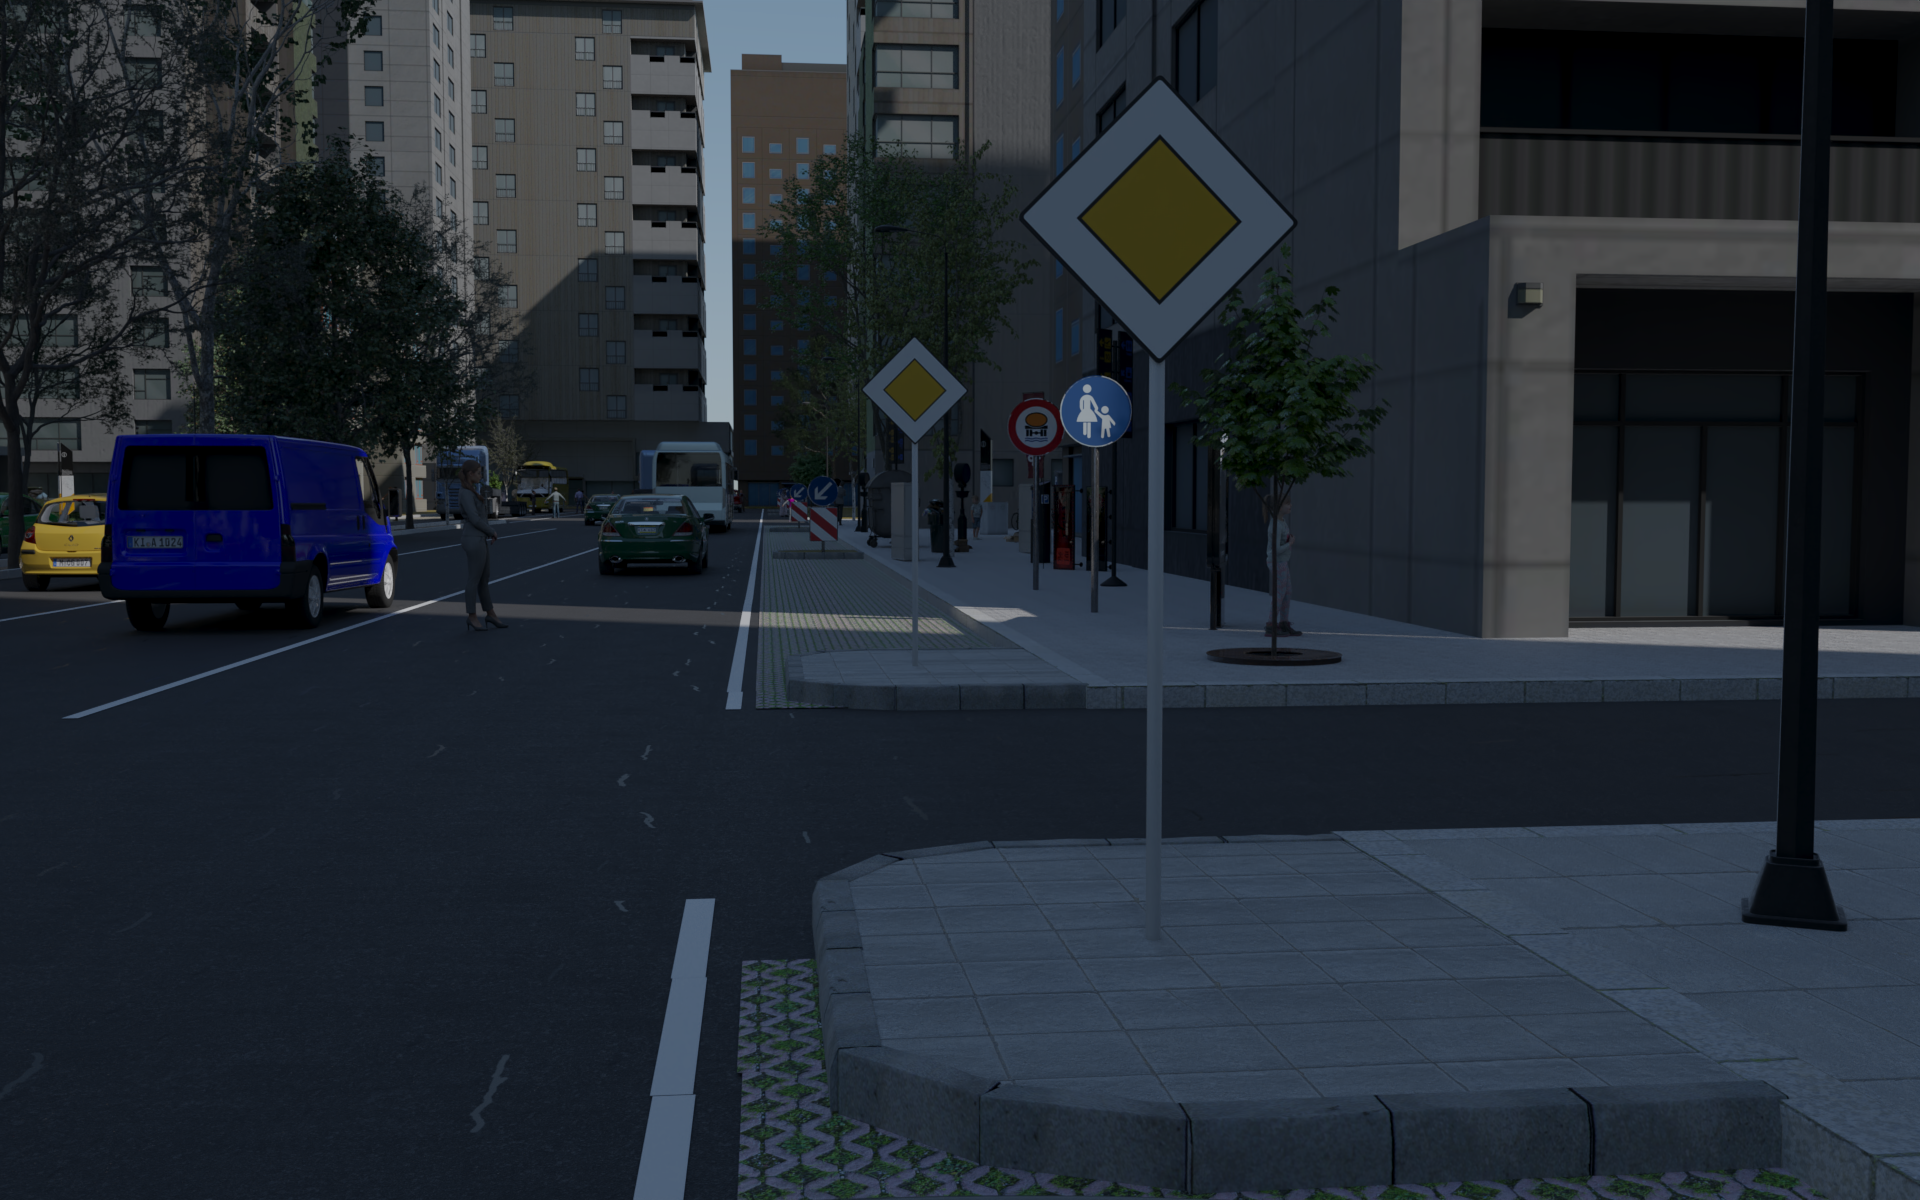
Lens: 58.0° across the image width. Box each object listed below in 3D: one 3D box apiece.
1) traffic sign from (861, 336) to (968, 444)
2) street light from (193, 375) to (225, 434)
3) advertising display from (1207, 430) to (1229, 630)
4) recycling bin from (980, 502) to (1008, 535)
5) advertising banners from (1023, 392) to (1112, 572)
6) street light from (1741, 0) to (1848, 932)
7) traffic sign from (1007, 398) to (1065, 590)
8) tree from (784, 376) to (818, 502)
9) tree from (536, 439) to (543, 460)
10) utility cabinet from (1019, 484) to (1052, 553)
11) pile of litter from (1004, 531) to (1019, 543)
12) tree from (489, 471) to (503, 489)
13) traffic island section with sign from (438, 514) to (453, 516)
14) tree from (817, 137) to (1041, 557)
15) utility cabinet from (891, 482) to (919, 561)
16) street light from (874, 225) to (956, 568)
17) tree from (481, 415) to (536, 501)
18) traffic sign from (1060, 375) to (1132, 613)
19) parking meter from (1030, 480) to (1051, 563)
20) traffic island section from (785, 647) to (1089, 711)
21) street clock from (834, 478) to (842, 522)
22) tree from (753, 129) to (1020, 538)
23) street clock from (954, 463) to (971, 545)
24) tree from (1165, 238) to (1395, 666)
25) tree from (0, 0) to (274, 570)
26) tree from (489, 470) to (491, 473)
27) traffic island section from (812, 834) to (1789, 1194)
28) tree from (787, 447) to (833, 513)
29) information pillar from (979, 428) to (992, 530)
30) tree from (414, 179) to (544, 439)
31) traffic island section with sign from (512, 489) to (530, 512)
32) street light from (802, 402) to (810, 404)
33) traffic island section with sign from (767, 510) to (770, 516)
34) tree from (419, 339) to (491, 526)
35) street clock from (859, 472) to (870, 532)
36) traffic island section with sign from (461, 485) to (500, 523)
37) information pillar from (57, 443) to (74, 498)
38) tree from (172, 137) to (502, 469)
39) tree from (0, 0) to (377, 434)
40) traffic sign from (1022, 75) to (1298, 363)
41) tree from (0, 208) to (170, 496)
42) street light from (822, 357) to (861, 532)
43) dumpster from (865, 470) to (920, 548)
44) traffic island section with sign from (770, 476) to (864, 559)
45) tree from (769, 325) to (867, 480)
[{"bbox_3d":[-0.313,-0.651,12.837,0.795,2.593,0.064,0,4,-6],"label":"traffic sign"},{"bbox_3d":[-29.370,-5.827,67.816,1.470,5.913,1.316,0,4,-6],"label":"street light"},{"bbox_3d":[2.492,-0.703,16.715,0.123,1.923,0.974,1,4,14],"label":"advertising display"},{"bbox_3d":[1.070,-2.592,54.935,0.722,1.027,0.722,-1,4,-21],"label":"recycling bin"},{"bbox_3d":[1.782,-2.021,29.226,0.090,3.025,2.074,-3,5,-42],"label":"advertising banners"},{"bbox_3d":[1.985,-1.986,5.016,1.470,5.913,1.316,0,4,-6],"label":"street light"},{"bbox_3d":[1.016,-1.406,23.100,0.768,2.556,0.104,0,4,3],"label":"traffic sign"},{"bbox_3d":[-5.191,-8.116,83.061,4.737,8.622,4.395,0,3,0],"label":"tree"},{"bbox_3d":[-40.459,-12.750,158.818,4.360,8.622,3.978,0,3,0],"label":"tree"},{"bbox_3d":[1.624,-1.752,37.325,0.318,1.500,1.173,-1,4,-19],"label":"utility cabinet"},{"bbox_3d":[1.723,-1.981,46.356,1.176,0.858,1.719,1,4,19],"label":"pile of litter"},{"bbox_3d":[-39.133,-9.202,145.059,1.663,3.219,1.824,0,3,0],"label":"tree"},{"bbox_3d":[-32.726,-6.346,112.389,1.989,1.847,2.006,0,4,-6],"label":"traffic island section with sign"},{"bbox_3d":[-0.424,-5.178,35.018,4.737,8.622,4.395,0,3,0],"label":"tree"},{"bbox_3d":[-1.053,-1.514,33.436,0.318,1.500,1.173,-1,4,-14],"label":"utility cabinet"},{"bbox_3d":[-0.778,-3.523,30.134,1.470,5.913,1.316,0,4,-6],"label":"street light"},{"bbox_3d":[-39.871,-12.332,151.986,4.360,8.622,3.978,0,3,0],"label":"tree"},{"bbox_3d":[1.459,-1.137,18.697,0.768,2.556,0.104,0,4,1],"label":"traffic sign"},{"bbox_3d":[1.498,-1.455,32.193,0.372,1.533,0.369,0,3,0],"label":"parking meter"},{"bbox_3d":[-0.291,0.572,12.923,2.009,0.180,2.903,0,4,-6],"label":"traffic island section"},{"bbox_3d":[-5.639,-4.591,79.638,0.471,2.002,0.358,0,4,6],"label":"street clock"},{"bbox_3d":[-2.267,-7.652,50.858,9.928,11.665,9.643,0,3,0],"label":"tree"},{"bbox_3d":[0.055,-2.201,40.554,0.358,2.002,0.471,2,4,25],"label":"street clock"},{"bbox_3d":[2.438,-1.136,13.181,1.663,3.219,1.824,0,3,0],"label":"tree"},{"bbox_3d":[-17.163,-7.234,31.098,12.009,13.543,11.850,0,3,0],"label":"tree"},{"bbox_3d":[-38.926,-9.426,137.825,4.285,4.588,4.351,0,3,0],"label":"tree"},{"bbox_3d":[0.601,1.058,4.987,2.009,0.180,2.903,0,4,-6],"label":"traffic island section"},{"bbox_3d":[-10.388,-8.389,120.872,4.285,4.588,4.351,0,3,0],"label":"tree"},{"bbox_3d":[0.925,-4.305,61.747,0.504,3.616,0.183,3,4,38],"label":"information pillar"},{"bbox_3d":[-21.476,-9.442,67.205,12.009,13.543,11.850,0,3,0],"label":"tree"},{"bbox_3d":[-35.742,-7.999,139.409,1.989,1.847,2.006,0,4,-6],"label":"traffic island section with sign"},{"bbox_3d":[-7.275,-7.040,87.645,1.470,5.913,1.316,0,4,-6],"label":"street light"},{"bbox_3d":[-6.215,-3.484,65.593,1.989,1.847,2.006,0,4,-6],"label":"traffic island section with sign"},{"bbox_3d":[-22.486,-7.519,75.751,4.737,8.622,4.395,0,3,0],"label":"tree"},{"bbox_3d":[-3.199,-3.265,57.955,0.358,2.002,0.471,1,4,19],"label":"street clock"},{"bbox_3d":[-23.505,-4.737,85.593,2.006,1.907,1.989,0,4,-6],"label":"traffic island section with sign"},{"bbox_3d":[-40.371,-5.319,78.323,0.504,3.616,0.183,-1,4,-13],"label":"information pillar"},{"bbox_3d":[-19.940,-8.318,55.470,9.611,12.733,9.660,0,3,0],"label":"tree"},{"bbox_3d":[-19.900,-11.297,43.053,12.611,20.169,13.585,0,3,0],"label":"tree"},{"bbox_3d":[0.578,-0.166,4.902,0.795,2.593,0.064,0,4,-6],"label":"traffic sign"},{"bbox_3d":[-29.188,-7.327,54.213,7.601,10.594,8.767,0,4,1],"label":"tree"},{"bbox_3d":[-3.976,-5.278,58.834,1.470,5.913,1.316,0,4,-6],"label":"street light"},{"bbox_3d":[-1.621,-2.214,41.956,1.264,1.857,1.865,0,4,-6],"label":"dumpster"},{"bbox_3d":[-3.182,-1.836,38.639,1.989,1.847,2.006,0,4,-6],"label":"traffic island section with sign"},{"bbox_3d":[-7.115,-9.854,95.530,7.601,10.594,8.767,0,4,1],"label":"tree"}]
